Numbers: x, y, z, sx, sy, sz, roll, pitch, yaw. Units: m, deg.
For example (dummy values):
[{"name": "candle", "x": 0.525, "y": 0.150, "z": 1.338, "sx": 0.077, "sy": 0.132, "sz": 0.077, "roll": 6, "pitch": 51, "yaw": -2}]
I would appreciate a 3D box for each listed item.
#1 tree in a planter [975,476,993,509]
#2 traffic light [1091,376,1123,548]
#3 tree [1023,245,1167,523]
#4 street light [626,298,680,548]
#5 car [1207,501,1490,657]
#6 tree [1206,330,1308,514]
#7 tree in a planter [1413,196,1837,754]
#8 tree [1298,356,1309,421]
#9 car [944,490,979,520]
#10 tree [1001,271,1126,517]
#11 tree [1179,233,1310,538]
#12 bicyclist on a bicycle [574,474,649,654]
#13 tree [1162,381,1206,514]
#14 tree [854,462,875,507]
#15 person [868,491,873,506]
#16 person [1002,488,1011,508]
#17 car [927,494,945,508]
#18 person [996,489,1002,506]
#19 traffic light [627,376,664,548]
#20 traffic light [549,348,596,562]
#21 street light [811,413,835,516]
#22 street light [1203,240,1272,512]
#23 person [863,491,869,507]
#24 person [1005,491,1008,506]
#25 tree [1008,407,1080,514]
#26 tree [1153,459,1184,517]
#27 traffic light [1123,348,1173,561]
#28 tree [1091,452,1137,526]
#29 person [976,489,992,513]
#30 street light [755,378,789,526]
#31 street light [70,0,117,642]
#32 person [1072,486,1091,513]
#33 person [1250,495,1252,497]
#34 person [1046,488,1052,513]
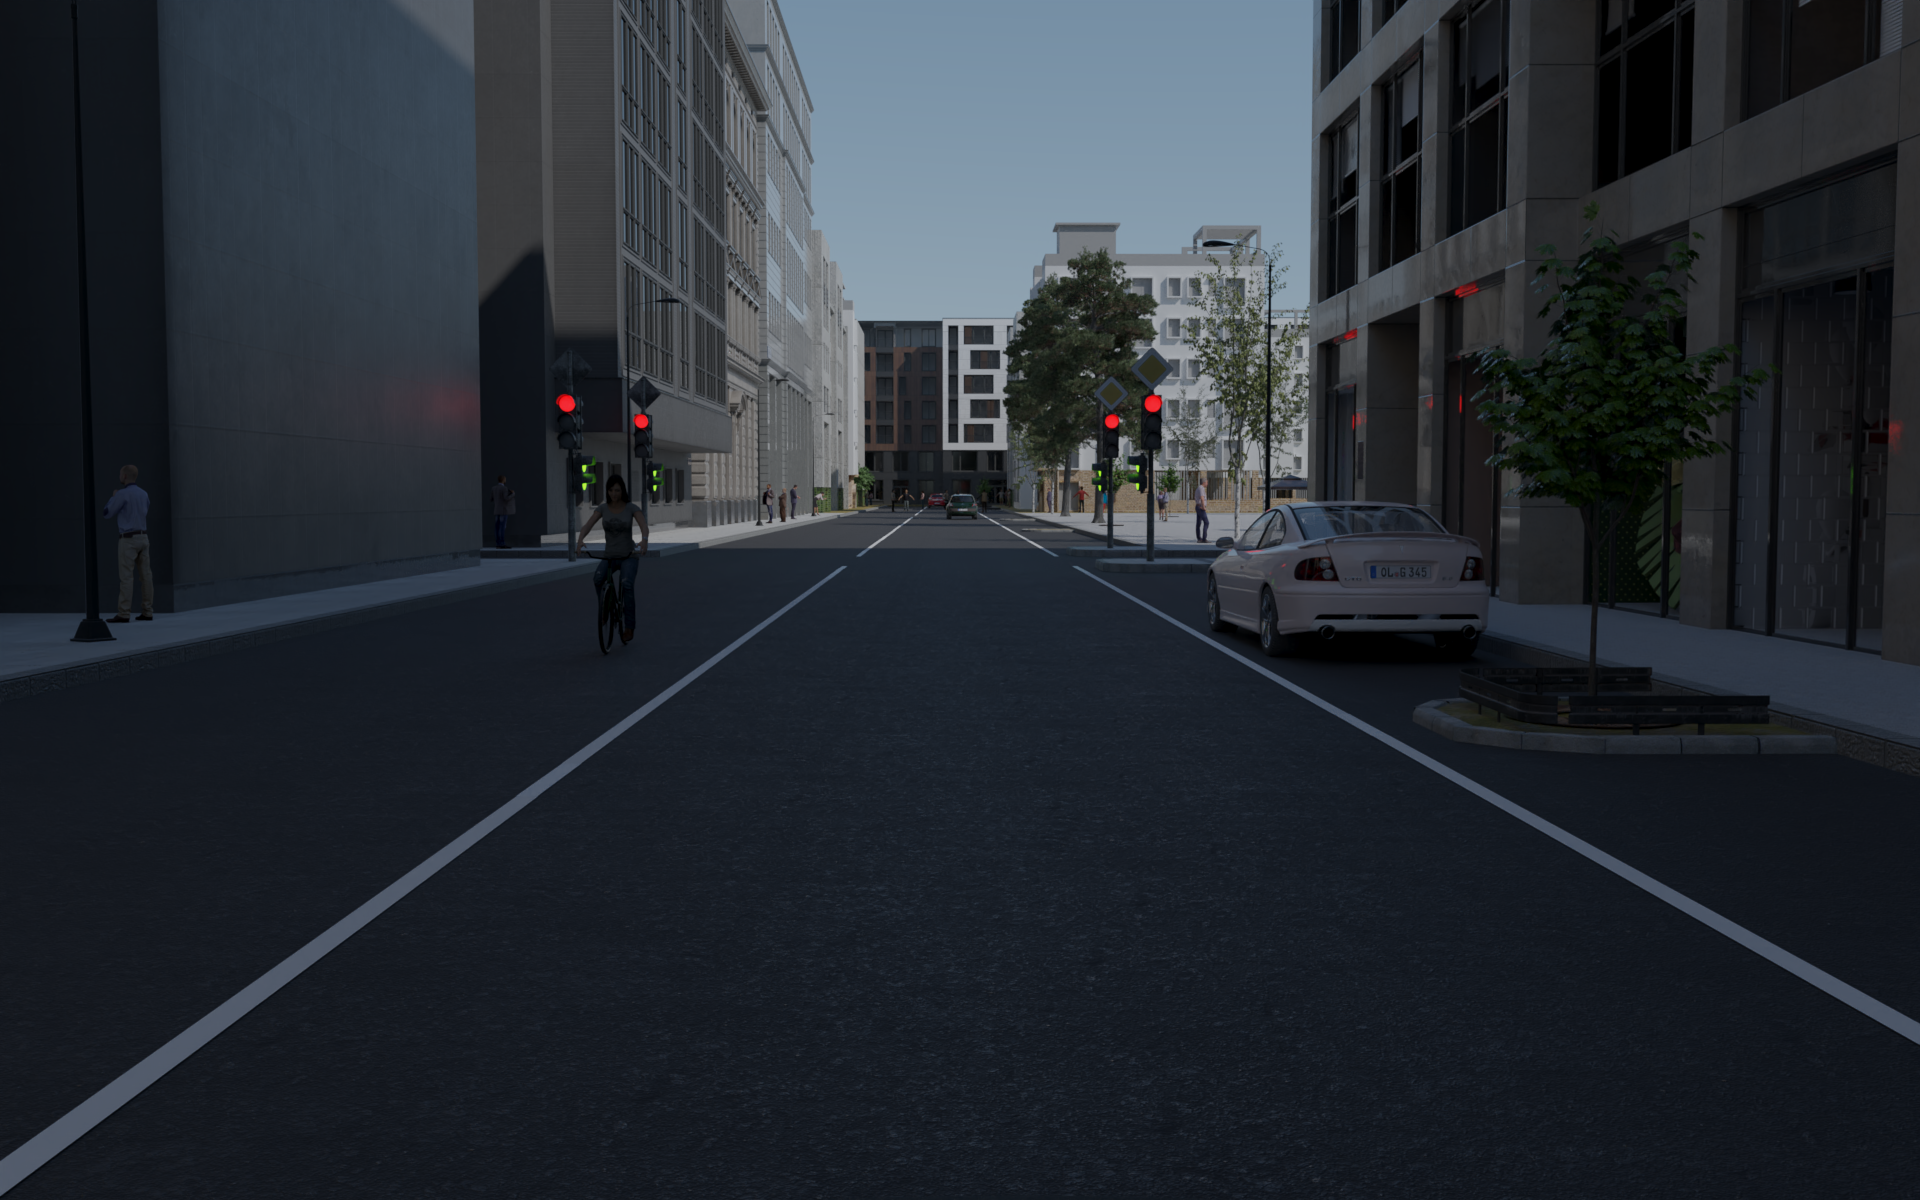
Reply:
[{"name": "tree in a planter", "x": 2.415, "y": -10.596, "z": 170.466, "sx": 1.991, "sy": 3.239, "sz": 1.994, "roll": 0, "pitch": 4, "yaw": -1}, {"name": "traffic light", "x": 3.538, "y": -3.159, "z": 40.895, "sx": 0.839, "sy": 4.213, "sz": 0.868, "roll": 0, "pitch": 4, "yaw": -1}, {"name": "tree", "x": 6.162, "y": -9.409, "z": 75.888, "sx": 6.751, "sy": 12.117, "sz": 7.091, "roll": 0, "pitch": 3, "yaw": 0}, {"name": "street light", "x": -7.327, "y": -4.196, "z": 41.143, "sx": 1.470, "sy": 5.913, "sz": 1.316, "roll": 0, "pitch": 4, "yaw": -1}, {"name": "car", "x": 3.586, "y": -0.263, "z": 16.659, "sx": 2.083, "sy": 1.381, "sz": 4.827, "roll": 0, "pitch": 4, "yaw": -1}, {"name": "tree", "x": 13.663, "y": -7.748, "z": 77.034, "sx": 4.360, "sy": 8.622, "sz": 3.978, "roll": 0, "pitch": 3, "yaw": 0}, {"name": "tree in a planter", "x": 3.850, "y": -0.809, "z": 10.444, "sx": 1.991, "sy": 3.239, "sz": 1.994, "roll": 0, "pitch": 4, "yaw": -1}, {"name": "tree", "x": 24.370, "y": -11.029, "z": 106.082, "sx": 9.928, "sy": 11.665, "sz": 9.643, "roll": 0, "pitch": 3, "yaw": 0}, {"name": "car", "x": 0.101, "y": -5.421, "z": 98.418, "sx": 2.009, "sy": 1.686, "sz": 4.222, "roll": 0, "pitch": 4, "yaw": -1}, {"name": "tree", "x": 6.199, "y": -11.671, "z": 98.246, "sx": 7.806, "sy": 13.903, "sz": 7.818, "roll": 0, "pitch": 3, "yaw": 0}, {"name": "tree", "x": 8.255, "y": -6.093, "z": 49.989, "sx": 4.737, "sy": 8.622, "sz": 4.395, "roll": 0, "pitch": 3, "yaw": 0}, {"name": "bicyclist on a bicycle", "x": -3.164, "y": -0.361, "z": 15.931, "sx": 1.499, "sy": 1.676, "sz": 1.625, "roll": 0, "pitch": 4, "yaw": -1}, {"name": "tree", "x": 15.217, "y": -9.981, "z": 113.556, "sx": 4.360, "sy": 8.622, "sz": 3.978, "roll": 0, "pitch": 3, "yaw": 0}, {"name": "tree", "x": -10.124, "y": -11.564, "z": 172.789, "sx": 4.285, "sy": 4.588, "sz": 4.351, "roll": 0, "pitch": 3, "yaw": 0}, {"name": "person", "x": -10.114, "y": -11.375, "z": 195.195, "sx": 0.721, "sy": 1.736, "sz": 1.217, "roll": -2, "pitch": 4, "yaw": -28}, {"name": "person", "x": 4.696, "y": -9.745, "z": 165.371, "sx": 0.705, "sy": 1.824, "sz": 1.348, "roll": 1, "pitch": 4, "yaw": 9}, {"name": "car", "x": -2.317, "y": -10.185, "z": 175.563, "sx": 2.155, "sy": 1.783, "sz": 4.494, "roll": 0, "pitch": 4, "yaw": -1}, {"name": "person", "x": 4.614, "y": -11.432, "z": 192.959, "sx": 1.348, "sy": 1.824, "sz": 0.705, "roll": 0, "pitch": 4, "yaw": 1}, {"name": "traffic light", "x": -7.423, "y": -3.152, "z": 40.781, "sx": 0.839, "sy": 4.213, "sz": 0.868, "roll": 0, "pitch": 4, "yaw": -1}, {"name": "traffic light", "x": -7.351, "y": -2.664, "z": 32.796, "sx": 0.839, "sy": 4.213, "sz": 0.868, "roll": 0, "pitch": 4, "yaw": -1}, {"name": "street light", "x": -7.870, "y": -7.751, "z": 99.278, "sx": 1.470, "sy": 5.913, "sz": 1.316, "roll": 0, "pitch": 4, "yaw": -1}, {"name": "street light", "x": 5.136, "y": -3.628, "z": 31.851, "sx": 1.470, "sy": 5.913, "sz": 1.316, "roll": 0, "pitch": 4, "yaw": -1}, {"name": "person", "x": -9.554, "y": -10.432, "z": 176.636, "sx": 0.705, "sy": 1.821, "sz": 1.348, "roll": 1, "pitch": 4, "yaw": 20}, {"name": "person", "x": 4.959, "y": -10.720, "z": 182.780, "sx": 0.593, "sy": 1.643, "sz": 0.415, "roll": 3, "pitch": 4, "yaw": 38}, {"name": "tree", "x": 5.947, "y": -9.760, "z": 109.934, "sx": 4.737, "sy": 8.622, "sz": 4.395, "roll": 0, "pitch": 3, "yaw": 0}, {"name": "tree", "x": 11.726, "y": -6.245, "z": 96.708, "sx": 1.663, "sy": 3.219, "sz": 1.824, "roll": 0, "pitch": 3, "yaw": 0}, {"name": "traffic light", "x": 3.610, "y": -2.671, "z": 32.910, "sx": 0.839, "sy": 4.213, "sz": 0.868, "roll": 0, "pitch": 4, "yaw": -1}, {"name": "tree", "x": 6.015, "y": -4.599, "z": 69.798, "sx": 1.663, "sy": 3.219, "sz": 1.824, "roll": 0, "pitch": 3, "yaw": 0}, {"name": "person", "x": 1.887, "y": -7.705, "z": 134.572, "sx": 1.348, "sy": 1.812, "sz": 0.705, "roll": -1, "pitch": 4, "yaw": -14}, {"name": "street light", "x": -7.551, "y": -5.940, "z": 69.661, "sx": 1.470, "sy": 5.913, "sz": 1.316, "roll": 0, "pitch": 4, "yaw": -1}, {"name": "street light", "x": -7.036, "y": -2.595, "z": 14.962, "sx": 1.470, "sy": 5.913, "sz": 1.316, "roll": 0, "pitch": 4, "yaw": -1}, {"name": "person", "x": 8.317, "y": -6.880, "z": 118.475, "sx": 1.348, "sy": 1.831, "sz": 0.705, "roll": 0, "pitch": 4, "yaw": -8}, {"name": "person", "x": 32.511, "y": -11.464, "z": 195.945, "sx": 1.348, "sy": 1.823, "sz": 0.705, "roll": 2, "pitch": 4, "yaw": 30}, {"name": "person", "x": 6.100, "y": -6.811, "z": 118.315, "sx": 0.541, "sy": 1.710, "sz": 0.530, "roll": -3, "pitch": 5, "yaw": -43}]
